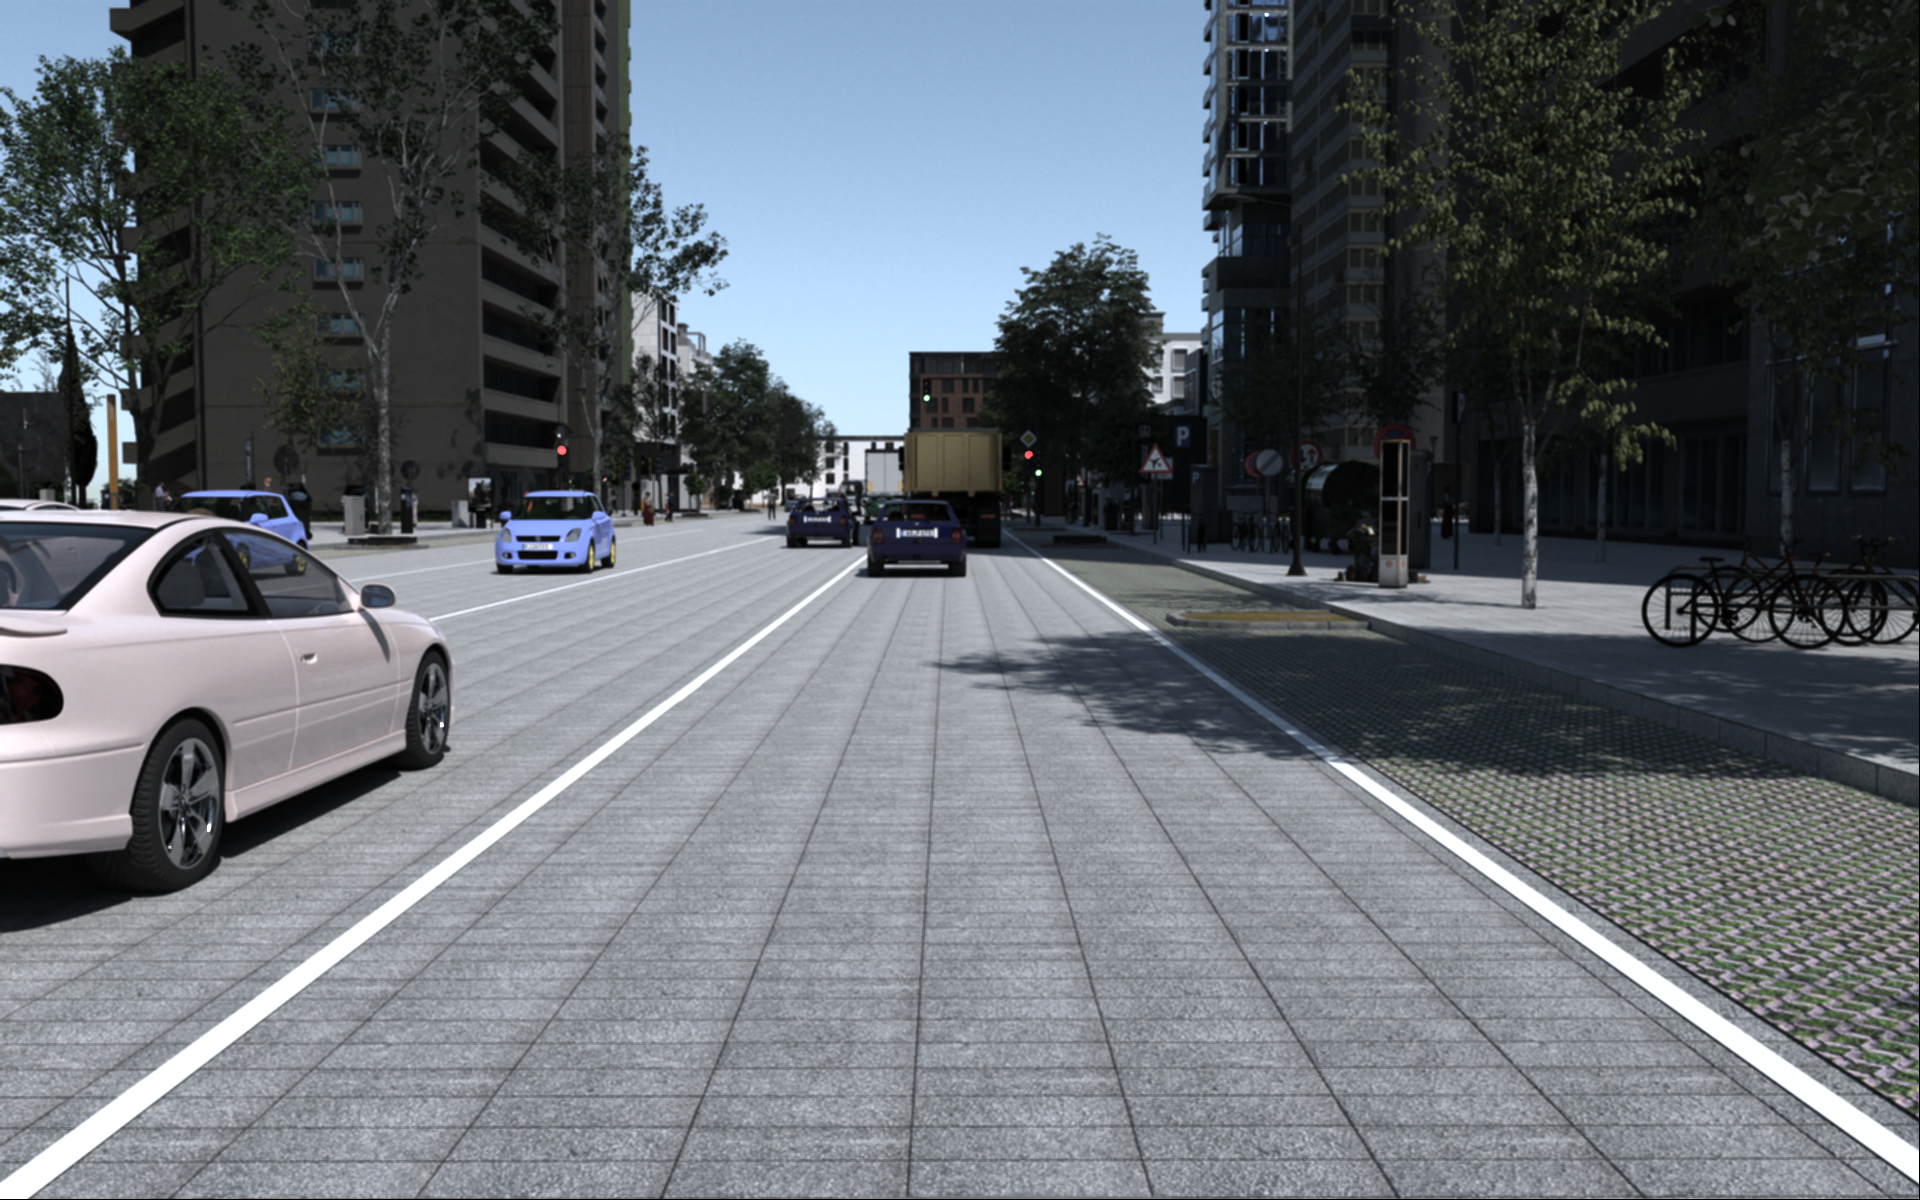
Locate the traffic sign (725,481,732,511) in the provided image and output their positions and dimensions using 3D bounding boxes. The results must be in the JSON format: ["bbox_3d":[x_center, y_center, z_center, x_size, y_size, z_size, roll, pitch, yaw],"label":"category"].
[{"bbox_3d":[-17.508,-7.882,131.003,0.606,2.300,0.079,1,4,9],"label":"traffic sign"}]

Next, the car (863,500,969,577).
[{"bbox_3d":[-0.785,-1.141,31.235,1.945,1.354,3.894,0,4,-2],"label":"car"}]

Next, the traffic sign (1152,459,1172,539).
[{"bbox_3d":[5.685,-2.855,48.808,0.606,2.300,0.079,0,4,5],"label":"traffic sign"}]

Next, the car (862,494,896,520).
[{"bbox_3d":[-4.180,-4.959,92.872,2.131,1.459,4.920,0,4,-2],"label":"car"}]

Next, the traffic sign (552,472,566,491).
[{"bbox_3d":[-17.776,-4.726,77.271,0.884,2.594,0.081,1,4,8],"label":"traffic sign"}]

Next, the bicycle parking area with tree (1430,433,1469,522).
[{"bbox_3d":[23.648,-5.924,83.857,9.016,4.147,8.231,1,4,16],"label":"bicycle parking area with tree"}]

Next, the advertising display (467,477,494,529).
[{"bbox_3d":[-17.796,-3.614,64.307,0.974,1.923,0.123,1,4,11],"label":"advertising display"}]

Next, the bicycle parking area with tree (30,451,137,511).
[{"bbox_3d":[-61.675,-8.413,124.556,8.231,4.147,9.016,1,4,12],"label":"bicycle parking area with tree"}]

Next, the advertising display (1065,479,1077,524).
[{"bbox_3d":[4.821,-4.279,75.179,0.123,1.923,0.974,-1,4,-23],"label":"advertising display"}]

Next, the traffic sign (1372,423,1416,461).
[{"bbox_3d":[7.837,-1.910,31.328,0.768,2.556,0.104,1,4,9],"label":"traffic sign"}]

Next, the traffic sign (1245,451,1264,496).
[{"bbox_3d":[8.839,-3.136,51.387,0.768,2.556,0.104,1,4,9],"label":"traffic sign"}]

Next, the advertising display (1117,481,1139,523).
[{"bbox_3d":[7.540,-4.435,77.726,0.974,1.923,0.123,2,4,24],"label":"advertising display"}]

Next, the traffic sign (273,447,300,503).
[{"bbox_3d":[-18.277,-2.869,47.007,0.768,2.556,0.104,1,4,9],"label":"traffic sign"}]

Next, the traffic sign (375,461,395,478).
[{"bbox_3d":[-21.128,-3.886,63.636,0.768,2.556,0.104,0,4,5],"label":"traffic sign"}]

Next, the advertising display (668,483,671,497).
[{"bbox_3d":[-17.211,-5.968,102.797,0.123,1.923,0.974,-1,4,-12],"label":"advertising display"}]

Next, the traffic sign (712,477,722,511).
[{"bbox_3d":[-18.560,-8.089,132.363,0.768,2.556,0.104,0,4,3],"label":"traffic sign"}]

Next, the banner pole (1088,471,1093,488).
[{"bbox_3d":[7.485,-6.700,99.556,0.401,3.779,0.863,3,5,39],"label":"banner pole"}]

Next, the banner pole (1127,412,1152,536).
[{"bbox_3d":[5.467,-3.823,52.524,0.863,3.779,0.401,3,4,38],"label":"banner pole"}]

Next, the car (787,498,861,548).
[{"bbox_3d":[-3.698,-2.119,47.228,1.945,1.354,3.894,0,4,1],"label":"car"}]

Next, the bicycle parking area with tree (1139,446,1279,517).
[{"bbox_3d":[13.968,-7.026,101.883,8.231,4.147,9.016,-1,4,-18],"label":"bicycle parking area with tree"}]

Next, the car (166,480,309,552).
[{"bbox_3d":[-12.343,-1.182,28.923,1.945,1.707,3.694,0,4,1],"label":"car"}]

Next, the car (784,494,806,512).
[{"bbox_3d":[-13.073,-7.763,138.924,2.014,1.417,4.499,0,4,-1],"label":"car"}]

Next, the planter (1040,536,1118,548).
[{"bbox_3d":[3.170,-1.550,46.486,1.991,0.319,1.994,0,4,0],"label":"planter"}]

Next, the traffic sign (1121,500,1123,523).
[{"bbox_3d":[6.268,-4.096,67.071,0.768,2.556,0.104,0,4,6],"label":"traffic sign"}]

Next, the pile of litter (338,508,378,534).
[{"bbox_3d":[-19.402,-2.606,56.568,1.719,0.858,1.176,-1,4,-18],"label":"pile of litter"}]

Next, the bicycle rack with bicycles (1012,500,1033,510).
[{"bbox_3d":[5.575,-7.994,144.076,2.925,0.926,2.852,2,4,34],"label":"bicycle rack with bicycles"}]

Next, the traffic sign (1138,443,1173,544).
[{"bbox_3d":[4.969,-2.695,44.067,0.884,2.594,0.081,0,4,7],"label":"traffic sign"}]

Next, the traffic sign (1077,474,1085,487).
[{"bbox_3d":[7.572,-6.794,111.080,0.884,2.594,0.081,0,4,4],"label":"traffic sign"}]

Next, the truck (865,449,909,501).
[{"bbox_3d":[-4.674,-7.609,113.313,2.839,4.237,11.283,0,3,0],"label":"truck"}]

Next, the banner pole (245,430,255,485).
[{"bbox_3d":[-27.940,-4.785,68.249,0.863,3.779,0.401,3,5,42],"label":"banner pole"}]

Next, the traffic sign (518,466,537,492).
[{"bbox_3d":[-20.036,-4.908,80.241,0.884,2.594,0.081,0,4,3],"label":"traffic sign"}]

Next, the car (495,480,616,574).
[{"bbox_3d":[-7.508,-1.388,32.282,1.945,1.707,3.694,0,4,-2],"label":"car"}]

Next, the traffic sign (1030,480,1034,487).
[{"bbox_3d":[6.290,-9.044,147.975,0.768,2.556,0.104,0,4,3],"label":"traffic sign"}]

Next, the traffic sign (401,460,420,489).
[{"bbox_3d":[-20.639,-3.972,65.052,0.768,2.556,0.104,0,4,6],"label":"traffic sign"}]

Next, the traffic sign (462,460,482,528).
[{"bbox_3d":[-18.220,-3.949,64.679,0.768,2.556,0.104,0,4,3],"label":"traffic sign"}]

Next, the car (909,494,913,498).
[{"bbox_3d":[-4.586,-10.425,179.242,1.959,1.807,4.718,0,4,-1],"label":"car"}]

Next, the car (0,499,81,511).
[{"bbox_3d":[-12.161,-0.571,21.706,2.083,1.381,4.827,0,4,-1],"label":"car"}]

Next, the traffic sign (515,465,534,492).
[{"bbox_3d":[-19.762,-4.806,78.589,0.884,2.594,0.081,0,4,7],"label":"traffic sign"}]

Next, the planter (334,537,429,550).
[{"bbox_3d":[-15.032,-1.477,45.286,1.991,0.319,1.994,0,4,0],"label":"planter"}]

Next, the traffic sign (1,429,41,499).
[{"bbox_3d":[-18.264,-2.055,33.699,0.768,2.556,0.104,0,4,1],"label":"traffic sign"}]

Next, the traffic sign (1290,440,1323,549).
[{"bbox_3d":[8.096,-2.472,40.524,0.768,2.556,0.104,0,4,1],"label":"traffic sign"}]

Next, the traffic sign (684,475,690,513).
[{"bbox_3d":[-18.121,-7.088,115.997,0.768,2.556,0.104,0,4,7],"label":"traffic sign"}]

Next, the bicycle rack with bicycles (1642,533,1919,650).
[{"bbox_3d":[7.421,-0.106,15.113,2.925,0.926,2.852,1,4,17],"label":"bicycle rack with bicycles"}]

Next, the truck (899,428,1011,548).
[{"bbox_3d":[-0.164,-3.287,49.668,3.469,3.379,9.791,0,4,0],"label":"truck"}]

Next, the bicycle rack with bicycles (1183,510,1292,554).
[{"bbox_3d":[6.025,-1.526,38.338,2.852,0.926,2.925,0,4,5],"label":"bicycle rack with bicycles"}]

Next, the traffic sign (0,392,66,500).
[{"bbox_3d":[-18.936,-2.489,34.570,2.265,3.308,0.079,0,4,5],"label":"traffic sign"}]

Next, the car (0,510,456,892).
[{"bbox_3d":[-3.694,0.290,7.625,2.083,1.381,4.827,0,4,1],"label":"car"}]

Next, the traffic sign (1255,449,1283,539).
[{"bbox_3d":[8.743,-2.992,49.030,0.768,2.556,0.104,0,4,7],"label":"traffic sign"}]
